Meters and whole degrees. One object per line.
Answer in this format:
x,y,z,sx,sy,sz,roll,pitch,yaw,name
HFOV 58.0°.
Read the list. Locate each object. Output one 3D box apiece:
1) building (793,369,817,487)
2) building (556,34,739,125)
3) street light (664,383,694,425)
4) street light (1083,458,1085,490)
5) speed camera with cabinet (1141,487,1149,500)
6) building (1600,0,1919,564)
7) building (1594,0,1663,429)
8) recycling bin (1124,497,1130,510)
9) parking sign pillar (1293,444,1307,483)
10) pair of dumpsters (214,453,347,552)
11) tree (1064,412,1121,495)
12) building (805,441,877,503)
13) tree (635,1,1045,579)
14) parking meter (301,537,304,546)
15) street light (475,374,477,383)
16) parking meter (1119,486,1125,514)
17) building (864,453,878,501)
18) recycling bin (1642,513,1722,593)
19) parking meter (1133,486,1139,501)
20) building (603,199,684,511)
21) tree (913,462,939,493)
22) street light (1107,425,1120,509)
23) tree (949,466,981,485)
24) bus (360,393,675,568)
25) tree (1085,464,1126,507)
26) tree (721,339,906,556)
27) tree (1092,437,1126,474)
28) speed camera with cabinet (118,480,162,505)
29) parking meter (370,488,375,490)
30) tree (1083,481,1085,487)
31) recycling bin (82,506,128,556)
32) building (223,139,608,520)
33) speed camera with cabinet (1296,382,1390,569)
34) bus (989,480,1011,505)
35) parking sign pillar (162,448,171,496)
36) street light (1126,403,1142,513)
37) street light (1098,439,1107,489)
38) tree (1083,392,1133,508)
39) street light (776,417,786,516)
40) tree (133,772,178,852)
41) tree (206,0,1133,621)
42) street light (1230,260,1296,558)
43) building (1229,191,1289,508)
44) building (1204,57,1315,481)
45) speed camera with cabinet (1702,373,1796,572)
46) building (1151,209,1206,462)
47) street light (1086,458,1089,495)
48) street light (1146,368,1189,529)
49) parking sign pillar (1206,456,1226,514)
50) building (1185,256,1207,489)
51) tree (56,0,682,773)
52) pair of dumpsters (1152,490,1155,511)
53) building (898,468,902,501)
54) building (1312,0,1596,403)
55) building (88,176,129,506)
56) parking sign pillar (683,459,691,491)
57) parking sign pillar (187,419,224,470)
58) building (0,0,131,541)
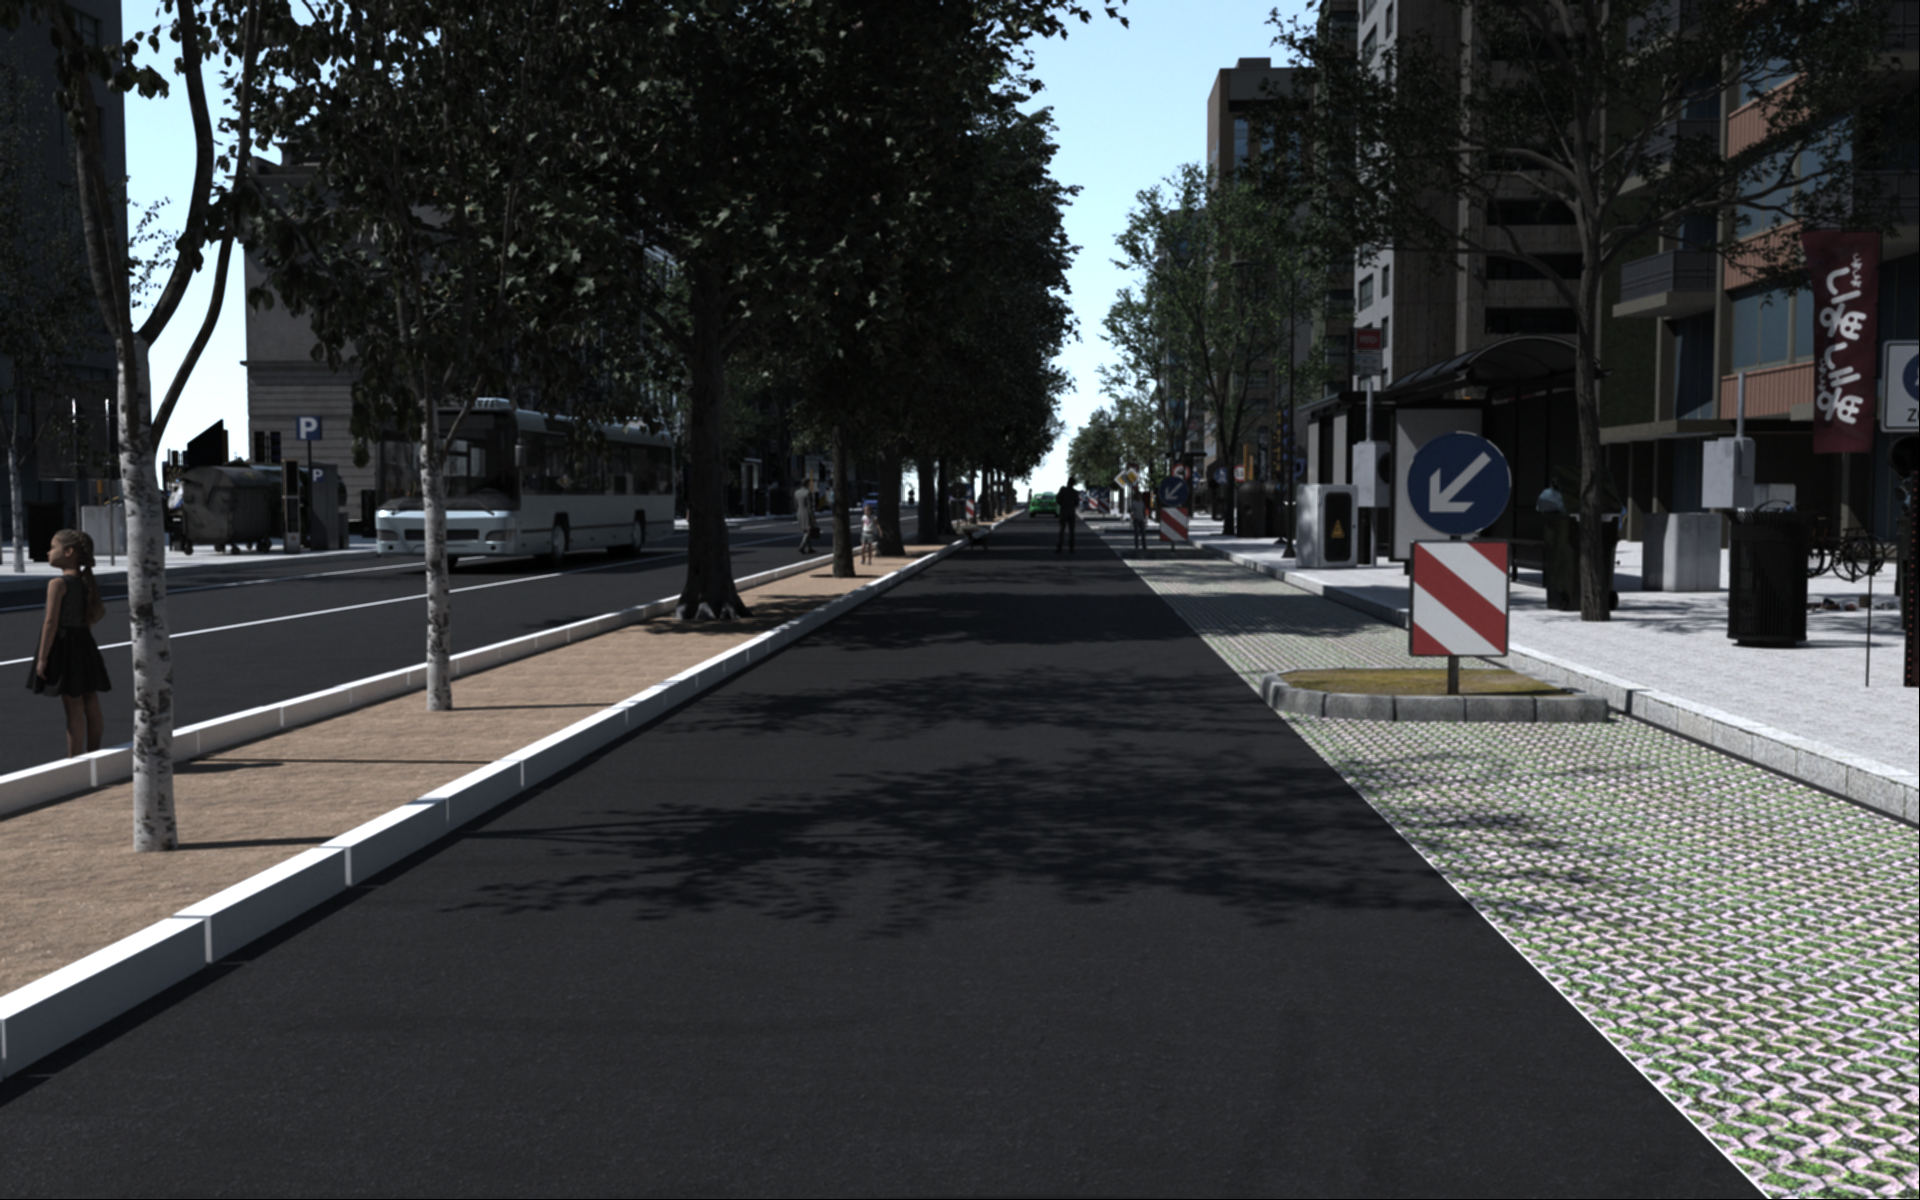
-27.986,-32.853,191.768,22.147,44.769,28.867,0,4,3,building
-29.229,-31.083,162.830,22.147,44.769,28.867,0,4,3,building
-11.807,-6.119,72.586,1.470,5.913,1.316,0,4,3,street light
16.583,-15.280,222.366,1.470,5.913,1.316,0,4,3,street light
15.222,-8.955,140.749,0.660,3.252,2.038,-3,4,-38,speed camera with cabinet
27.099,-23.336,36.172,22.147,44.769,28.867,0,4,3,building
27.925,-19.274,86.830,14.107,30.474,14.160,0,4,3,building
13.067,-7.624,137.205,0.722,1.027,0.722,1,4,21,recycling bin
18.495,-6.424,93.504,1.447,3.967,1.447,-1,4,-21,parking sign pillar
-15.796,-2.297,40.048,1.574,2.255,4.437,0,4,3,pair of dumpsters
19.062,-19.589,238.411,7.486,12.596,7.792,0,3,0,tree
-27.034,-40.812,256.522,28.713,52.752,27.495,0,4,3,building
-2.094,-6.188,29.391,9.928,11.665,9.643,0,3,0,tree
-16.531,-2.127,43.180,0.372,1.533,0.369,0,3,0,parking meter
-13.108,-4.668,48.860,1.470,5.913,1.316,0,4,3,street light
10.653,-6.624,114.010,0.255,1.863,0.399,2,4,32,parking meter
-22.622,-40.204,281.042,21.300,48.544,21.600,0,4,3,building
9.524,-0.631,22.872,0.722,1.027,0.722,-1,4,-12,recycling bin
12.239,-7.027,120.610,0.399,1.863,0.255,-2,4,-32,parking meter
-27.482,-19.812,121.190,12.463,27.353,25.104,0,4,3,building
-3.196,-19.112,246.891,8.767,10.594,7.601,-3,5,-41,tree
10.835,-8.833,116.954,1.470,5.913,1.316,0,4,3,street light
0.073,-23.464,301.762,7.486,12.596,7.792,0,3,0,tree
-8.786,-2.538,36.350,2.948,3.499,13.247,0,4,4,bus
15.861,-11.906,178.383,4.285,4.588,4.351,0,3,0,tree
-1.614,-7.984,39.657,9.857,13.997,8.962,0,3,0,tree
17.589,-15.663,206.453,4.360,8.622,3.978,0,3,0,tree
-28.566,-4.035,60.311,2.038,3.252,0.660,3,5,39,speed camera with cabinet
-24.775,-3.968,73.293,0.372,1.533,0.369,0,3,0,parking meter
20.408,-16.941,260.697,4.285,4.588,4.351,0,3,0,tree
-17.891,-1.450,36.266,0.722,1.027,0.722,-1,4,-10,recycling bin
-28.661,-15.566,96.298,13.314,21.916,24.055,0,4,3,building
6.775,-2.188,30.114,2.038,3.252,0.660,-2,4,-34,speed camera with cabinet
5.149,-13.553,216.451,2.948,3.499,13.247,0,4,2,bus
-46.449,-6.911,101.462,1.447,3.967,1.447,-2,4,-24,parking sign pillar
9.125,-7.057,87.923,1.470,5.913,1.316,0,4,3,street light
12.358,-10.648,146.631,1.470,5.913,1.316,0,4,3,street light
14.714,-13.572,156.312,7.601,10.594,8.767,-1,4,-21,tree
-10.195,-7.942,102.393,1.470,5.913,1.316,0,4,3,street light
-3.227,-3.280,6.455,4.360,8.622,3.978,0,3,0,tree
-2.904,-6.121,19.537,9.611,12.733,9.660,0,3,0,tree
6.069,-3.795,34.581,1.470,5.913,1.316,0,4,3,street light
32.636,-24.082,165.447,14.160,30.474,14.107,0,4,3,building
32.955,-32.356,179.125,14.600,45.320,14.200,0,4,3,building
13.188,-2.115,28.920,2.038,3.252,0.660,-3,4,-37,speed camera with cabinet
43.479,-40.939,288.956,23.786,49.044,30.456,0,4,3,building
15.018,-13.477,192.883,1.470,5.913,1.316,0,4,3,street light
7.695,-5.570,63.617,1.470,5.913,1.316,0,4,3,street light
16.852,-7.647,113.504,1.447,3.967,1.447,1,4,22,parking sign pillar
46.757,-34.859,261.828,32.217,40.220,23.993,0,4,3,building
-3.430,-3.554,10.925,4.360,8.622,3.978,0,3,0,tree
14.920,-7.735,128.963,1.574,2.255,4.437,0,4,3,pair of dumpsters
-17.646,-32.292,299.670,14.160,30.474,14.107,0,4,3,building
27.637,-20.207,102.078,14.160,30.474,14.107,0,4,3,building
-54.505,-14.744,90.211,18.267,20.994,9.793,0,4,3,building
-19.646,-8.451,126.641,1.447,3.967,1.447,3,4,38,parking sign pillar
-26.993,-4.508,62.171,1.447,3.967,1.447,0,4,2,parking sign pillar
-31.948,-22.244,47.280,14.086,41.232,14.154,0,4,3,building
